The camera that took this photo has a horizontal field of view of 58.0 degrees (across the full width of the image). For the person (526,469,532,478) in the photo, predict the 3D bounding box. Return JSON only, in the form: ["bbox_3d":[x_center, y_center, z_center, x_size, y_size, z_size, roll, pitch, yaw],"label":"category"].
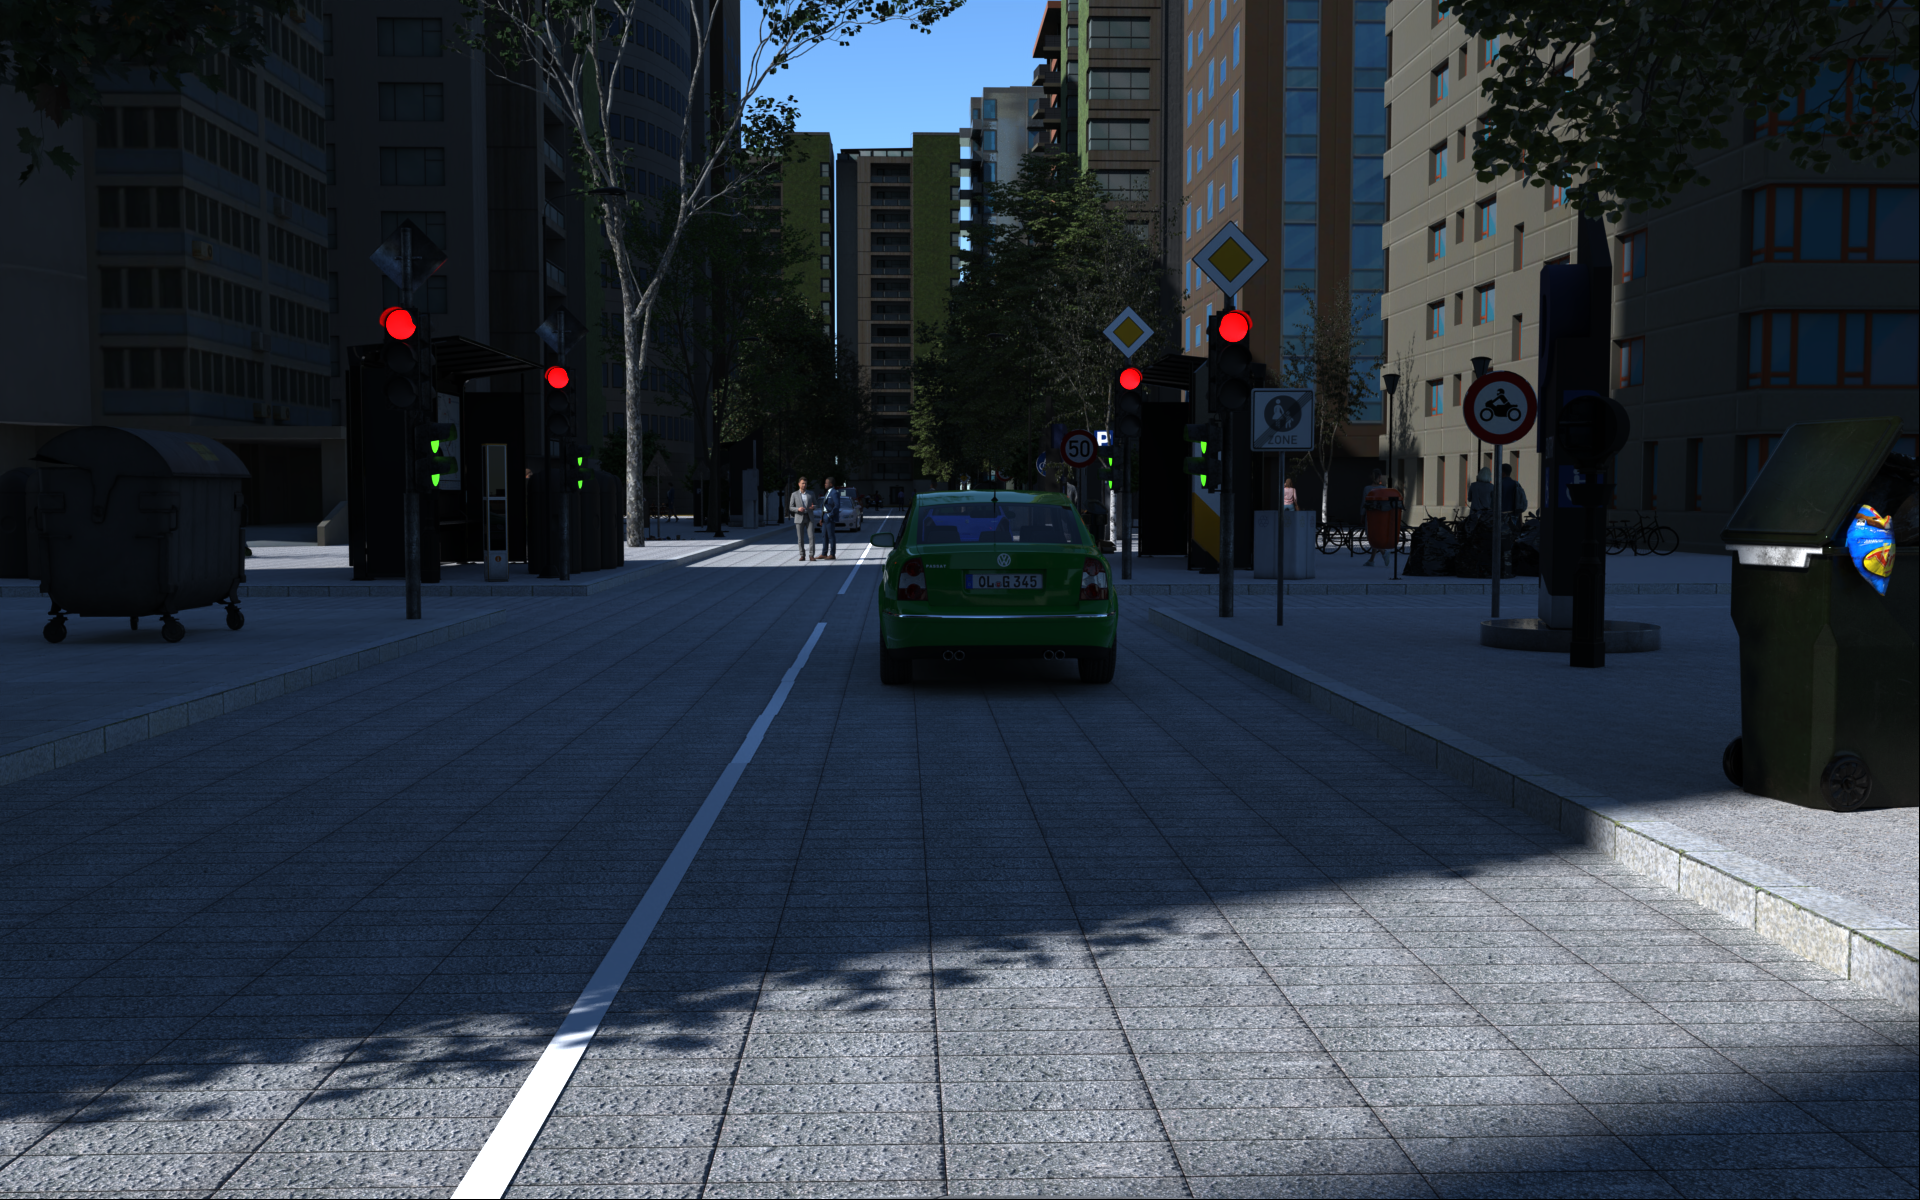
[{"bbox_3d":[-8.582,-1.751,34.943,0.573,1.790,0.520,1,4,11],"label":"person"}]

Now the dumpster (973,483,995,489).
[{"bbox_3d":[1.270,-5.146,89.899,1.264,1.857,1.865,0,4,-2],"label":"dumpster"}]

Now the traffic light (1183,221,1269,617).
[{"bbox_3d":[2.761,-1.777,17.974,0.839,4.253,0.868,0,4,-2],"label":"traffic light"}]

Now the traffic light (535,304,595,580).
[{"bbox_3d":[-5.867,-2.247,25.655,0.839,4.253,0.868,0,4,-2],"label":"traffic light"}]

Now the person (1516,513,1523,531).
[{"bbox_3d":[10.878,-1.429,34.071,0.362,1.253,0.373,1,4,19],"label":"person"}]

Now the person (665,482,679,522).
[{"bbox_3d":[-13.063,-4.433,78.549,0.654,1.822,0.581,-1,4,-14],"label":"person"}]

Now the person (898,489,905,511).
[{"bbox_3d":[-4.803,-8.307,144.184,0.709,1.838,0.599,2,4,30],"label":"person"}]

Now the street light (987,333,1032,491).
[{"bbox_3d":[1.488,-4.751,50.212,1.470,5.913,1.316,0,4,-2],"label":"street light"}]

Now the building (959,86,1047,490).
[{"bbox_3d":[14.993,-35.726,203.734,30.456,49.044,23.786,0,4,-2],"label":"building"}]

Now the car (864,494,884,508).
[{"bbox_3d":[-8.695,-10.171,176.083,2.009,1.686,4.222,0,4,-1],"label":"car"}]

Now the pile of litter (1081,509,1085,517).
[{"bbox_3d":[3.787,-2.463,54.228,1.719,0.858,1.176,1,4,8],"label":"pile of litter"}]

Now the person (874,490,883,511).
[{"bbox_3d":[-7.015,-8.485,147.915,0.721,1.739,1.217,-3,5,-39],"label":"person"}]

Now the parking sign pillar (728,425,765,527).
[{"bbox_3d":[-8.379,-4.860,67.934,1.447,3.967,1.447,-1,4,-11],"label":"parking sign pillar"}]

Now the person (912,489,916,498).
[{"bbox_3d":[-3.459,-7.770,135.410,0.599,1.838,0.709,2,4,34],"label":"person"}]

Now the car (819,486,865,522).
[{"bbox_3d":[-5.906,-4.779,86.812,2.281,1.827,5.304,0,4,-2],"label":"car"}]

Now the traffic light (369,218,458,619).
[{"bbox_3d":[-5.595,-1.759,17.674,0.839,4.253,0.868,0,4,-2],"label":"traffic light"}]

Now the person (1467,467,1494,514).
[{"bbox_3d":[9.982,-1.644,33.103,0.537,1.800,0.526,2,4,33],"label":"person"}]

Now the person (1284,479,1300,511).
[{"bbox_3d":[10.148,-2.847,53.189,0.593,1.750,0.643,1,4,15],"label":"person"}]

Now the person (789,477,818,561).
[{"bbox_3d":[-3.324,-1.735,37.060,0.606,1.804,0.583,-1,4,-16],"label":"person"}]

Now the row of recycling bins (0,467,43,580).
[{"bbox_3d":[-13.173,-1.152,25.953,3.534,1.692,1.069,2,4,28],"label":"row of recycling bins"}]

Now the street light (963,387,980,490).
[{"bbox_3d":[0.773,-6.280,75.211,1.470,5.913,1.316,0,4,-2],"label":"street light"}]

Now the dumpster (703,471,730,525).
[{"bbox_3d":[-9.980,-4.207,71.280,1.502,2.255,1.985,0,4,-2],"label":"dumpster"}]

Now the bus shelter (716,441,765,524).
[{"bbox_3d":[-9.831,-5.265,77.358,1.731,3.624,6.357,0,4,-2],"label":"bus shelter"}]

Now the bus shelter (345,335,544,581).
[{"bbox_3d":[-8.355,-2.289,28.709,1.731,3.624,6.357,0,4,-2],"label":"bus shelter"}]

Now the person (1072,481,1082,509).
[{"bbox_3d":[4.664,-3.963,70.815,0.713,1.824,0.794,-2,4,-31],"label":"person"}]

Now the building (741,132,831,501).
[{"bbox_3d":[-21.447,-31.501,198.628,14.086,41.232,14.154,0,4,-2],"label":"building"}]

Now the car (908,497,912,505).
[{"bbox_3d":[-3.599,-8.707,152.578,2.015,1.641,3.980,0,4,-2],"label":"car"}]

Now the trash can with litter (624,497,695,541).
[{"bbox_3d":[-8.493,-2.266,48.100,2.233,1.210,1.678,0,4,-6],"label":"trash can with litter"}]

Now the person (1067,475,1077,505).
[{"bbox_3d":[3.129,-2.732,50.559,0.661,1.843,0.795,-1,4,-12],"label":"person"}]

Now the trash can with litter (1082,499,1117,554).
[{"bbox_3d":[3.079,-1.604,37.607,0.624,1.170,1.055,-2,4,-24],"label":"trash can with litter"}]

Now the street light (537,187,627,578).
[{"bbox_3d":[-5.741,-3.289,26.323,1.470,5.913,1.316,0,4,-2],"label":"street light"}]

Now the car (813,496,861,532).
[{"bbox_3d":[-4.784,-3.296,66.250,2.083,1.381,4.827,0,4,-1],"label":"car"}]

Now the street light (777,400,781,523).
[{"bbox_3d":[-7.380,-6.347,76.311,1.470,5.913,1.316,0,4,-2],"label":"street light"}]

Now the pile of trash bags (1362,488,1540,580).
[{"bbox_3d":[7.649,-1.046,26.850,3.447,1.369,1.912,-2,4,-29],"label":"pile of trash bags"}]

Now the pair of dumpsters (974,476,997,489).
[{"bbox_3d":[1.503,-5.546,93.175,1.574,2.255,4.437,0,4,-2],"label":"pair of dumpsters"}]

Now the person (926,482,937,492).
[{"bbox_3d":[-0.929,-2.705,52.907,0.592,1.802,0.473,-1,4,-23],"label":"person"}]

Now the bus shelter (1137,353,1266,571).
[{"bbox_3d":[4.226,-2.495,32.077,1.731,3.624,6.357,0,4,-2],"label":"bus shelter"}]

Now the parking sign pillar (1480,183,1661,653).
[{"bbox_3d":[5.154,-1.594,14.539,1.447,3.967,1.447,1,4,14],"label":"parking sign pillar"}]

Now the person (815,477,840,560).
[{"bbox_3d":[-2.855,-1.786,37.885,0.419,1.800,0.721,-2,4,-33],"label":"person"}]

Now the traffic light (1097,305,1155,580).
[{"bbox_3d":[2.489,-2.265,25.954,0.839,4.253,0.868,0,4,-2],"label":"traffic light"}]

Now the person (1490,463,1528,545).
[{"bbox_3d":[9.643,-1.512,30.753,0.794,1.824,0.713,0,4,5],"label":"person"}]

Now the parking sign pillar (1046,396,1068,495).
[{"bbox_3d":[2.693,-3.658,48.286,1.447,3.967,1.447,1,4,12],"label":"parking sign pillar"}]

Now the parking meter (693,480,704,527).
[{"bbox_3d":[-10.318,-3.835,68.419,0.399,1.863,0.255,-1,4,-23],"label":"parking meter"}]

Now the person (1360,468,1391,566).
[{"bbox_3d":[7.371,-1.453,30.548,0.466,1.731,0.760,-2,4,-29],"label":"person"}]

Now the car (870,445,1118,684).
[{"bbox_3d":[0.223,-0.345,14.435,1.959,1.807,4.718,0,4,-2],"label":"car"}]

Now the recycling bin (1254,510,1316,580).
[{"bbox_3d":[4.931,-0.840,26.293,0.722,1.027,0.722,3,4,36],"label":"recycling bin"}]

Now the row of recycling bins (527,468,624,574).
[{"bbox_3d":[-6.428,-1.358,29.312,1.069,1.692,3.534,0,4,4],"label":"row of recycling bins"}]

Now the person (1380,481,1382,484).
[{"bbox_3d":[13.328,-3.001,55.100,0.794,1.824,0.713,1,4,13],"label":"person"}]

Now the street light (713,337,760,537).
[{"bbox_3d":[-6.622,-4.821,51.372,1.470,5.913,1.316,0,4,-2],"label":"street light"}]

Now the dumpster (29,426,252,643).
[{"bbox_3d":[-7.317,-0.599,15.560,1.264,1.857,1.865,0,4,-2],"label":"dumpster"}]

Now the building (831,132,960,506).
[{"bbox_3d":[-7.115,-31.511,198.804,14.086,41.232,14.154,0,4,-2],"label":"building"}]

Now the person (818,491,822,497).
[{"bbox_3d":[-14.617,-10.550,181.654,0.551,1.740,0.621,-2,4,-27],"label":"person"}]

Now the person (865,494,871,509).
[{"bbox_3d":[-8.749,-9.408,165.510,0.628,1.438,0.799,0,4,-7],"label":"person"}]
